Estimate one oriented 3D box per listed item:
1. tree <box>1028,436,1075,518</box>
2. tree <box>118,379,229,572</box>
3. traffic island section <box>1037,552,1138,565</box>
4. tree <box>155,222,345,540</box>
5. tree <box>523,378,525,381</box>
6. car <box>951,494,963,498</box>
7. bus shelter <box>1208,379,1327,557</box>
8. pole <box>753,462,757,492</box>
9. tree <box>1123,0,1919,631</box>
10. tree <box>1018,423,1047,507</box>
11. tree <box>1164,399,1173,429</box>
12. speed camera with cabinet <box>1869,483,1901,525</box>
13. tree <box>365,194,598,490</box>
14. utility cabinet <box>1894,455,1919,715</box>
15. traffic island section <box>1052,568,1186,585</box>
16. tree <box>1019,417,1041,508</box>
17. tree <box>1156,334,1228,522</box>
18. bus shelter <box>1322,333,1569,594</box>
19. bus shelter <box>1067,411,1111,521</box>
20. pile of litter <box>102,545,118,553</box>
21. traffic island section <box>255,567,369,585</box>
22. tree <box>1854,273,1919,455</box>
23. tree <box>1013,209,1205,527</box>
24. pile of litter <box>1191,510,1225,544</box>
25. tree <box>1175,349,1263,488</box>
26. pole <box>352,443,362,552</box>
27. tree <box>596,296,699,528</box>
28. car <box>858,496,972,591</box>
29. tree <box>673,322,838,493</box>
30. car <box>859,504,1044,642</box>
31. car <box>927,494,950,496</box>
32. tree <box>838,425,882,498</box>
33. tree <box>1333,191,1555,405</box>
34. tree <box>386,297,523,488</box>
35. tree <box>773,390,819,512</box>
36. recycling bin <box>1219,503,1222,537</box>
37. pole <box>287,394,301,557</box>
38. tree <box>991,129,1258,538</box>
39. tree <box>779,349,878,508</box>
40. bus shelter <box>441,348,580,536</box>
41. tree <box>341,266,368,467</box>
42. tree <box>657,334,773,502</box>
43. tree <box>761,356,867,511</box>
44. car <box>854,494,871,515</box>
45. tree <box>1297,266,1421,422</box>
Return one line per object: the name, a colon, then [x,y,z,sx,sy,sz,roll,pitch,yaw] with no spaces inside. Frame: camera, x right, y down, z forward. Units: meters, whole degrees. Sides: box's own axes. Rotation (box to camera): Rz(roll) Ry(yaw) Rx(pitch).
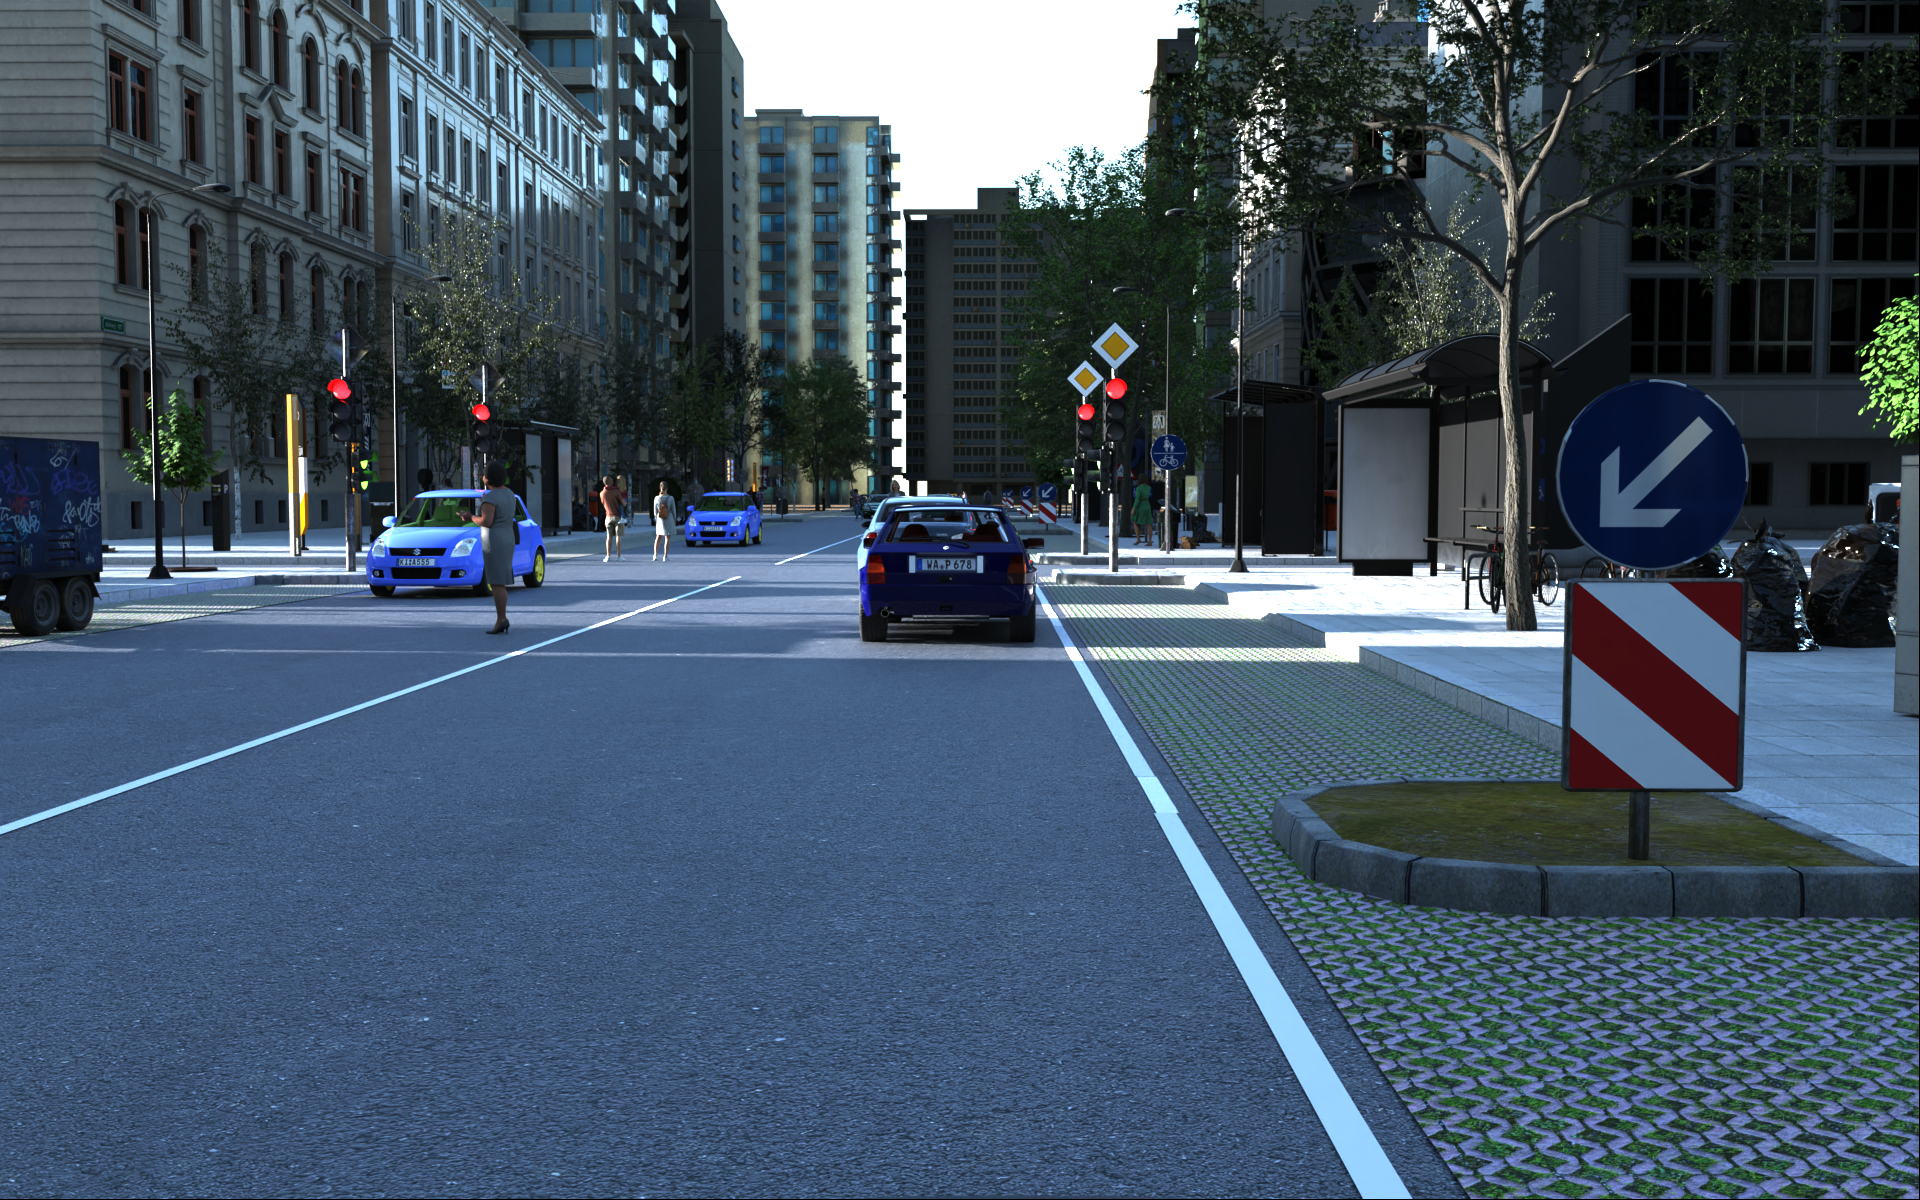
tree: [5.651,-7.068,99.271,4.285,4.588,4.351,0,3,0]
tree: [-12.894,-2.099,28.922,1.663,3.219,1.824,0,3,0]
traffic island section: [2.647,-0.869,36.485,2.009,0.180,2.903,0,4,1]
tree: [-19.825,-5.969,47.962,4.360,8.622,3.978,0,3,0]
tree: [-19.801,-7.304,69.781,4.737,8.622,4.395,0,3,0]
car: [-0.435,-10.832,187.323,2.015,1.641,3.980,0,4,1]
bus shelter: [6.759,-2.892,38.565,1.731,3.624,6.357,0,4,1]
pole: [-13.238,-7.216,111.822,0.158,3.312,0.155,0,3,0]
tree: [4.970,-4.998,16.125,7.601,10.594,8.767,1,4,13]
tree: [7.644,-13.216,166.437,4.360,8.622,3.978,0,3,0]
tree: [13.631,-9.530,106.177,4.360,8.622,3.978,0,3,0]
speed camera with cabinet: [14.748,-1.931,25.911,0.660,3.252,2.038,-2,4,-34]
tree: [-11.821,-5.646,42.674,4.360,8.622,3.978,0,3,0]
utility cabinet: [5.778,-0.051,9.512,0.318,1.500,1.173,-1,4,-23]
traffic island section: [2.551,-0.380,28.500,2.009,0.180,2.903,0,4,1]
tree: [7.411,-12.929,161.748,4.737,8.622,4.395,0,3,0]
tree: [10.494,-7.953,80.397,4.737,8.622,4.395,0,3,0]
bus shelter: [6.667,-1.875,24.573,2.014,3.302,5.546,0,4,1]
bus shelter: [6.186,-6.343,81.342,2.179,5.291,8.768,0,4,1]
pile of litter: [-19.335,-1.468,37.962,1.719,0.858,1.176,1,4,23]
traffic island section: [-10.089,-0.390,28.656,2.009,0.180,2.903,0,4,1]
tree: [12.907,-2.303,21.371,4.285,4.588,4.351,0,3,0]
tree: [6.110,-9.154,67.789,7.486,12.596,7.792,0,3,0]
pile of litter: [6.560,-1.946,45.782,1.176,0.858,1.719,1,4,11]
tree: [13.516,-8.345,86.807,4.360,8.622,3.978,0,3,0]
pole: [-13.406,-2.724,38.386,0.158,3.312,0.155,0,3,0]
tree: [-12.398,-7.043,65.515,4.360,8.622,3.978,0,3,0]
car: [-0.448,-0.778,24.719,2.014,1.417,4.499,0,4,2]
tree: [-12.267,-9.818,94.934,7.601,10.594,8.767,-2,4,-31]
car: [-0.081,-0.340,18.140,1.945,1.354,3.894,0,4,1]
car: [-1.119,-4.895,91.836,2.131,1.459,4.920,0,4,-1]
tree: [-11.745,-15.360,185.547,7.601,10.594,8.767,1,4,20]
tree: [11.953,-5.621,42.273,4.360,8.622,3.978,0,3,0]
tree: [-19.215,-6.983,64.526,4.737,8.622,4.395,0,3,0]
tree: [-11.971,-10.548,122.828,4.737,8.622,4.395,0,3,0]
recycling bin: [8.032,-2.348,50.951,0.722,1.027,0.722,1,4,20]
pole: [-13.683,-2.553,35.580,0.158,3.312,0.155,0,3,0]
tree: [4.813,-7.647,50.785,9.928,11.665,9.643,0,3,0]
tree: [-11.839,-15.135,154.113,9.857,13.997,8.962,0,3,0]
bus shelter: [-13.111,-4.440,50.233,2.179,5.291,8.768,0,4,1]
tree: [-18.815,-6.330,53.857,4.360,8.622,3.978,0,3,0]
tree: [-12.060,-7.960,80.505,4.737,8.622,4.395,0,3,0]
tree: [-11.047,-12.612,131.954,9.928,11.665,9.643,0,3,0]
car: [-6.362,-6.766,120.415,2.009,1.686,4.222,0,4,1]
tree: [13.211,-6.501,56.661,4.737,8.622,4.395,0,3,0]
